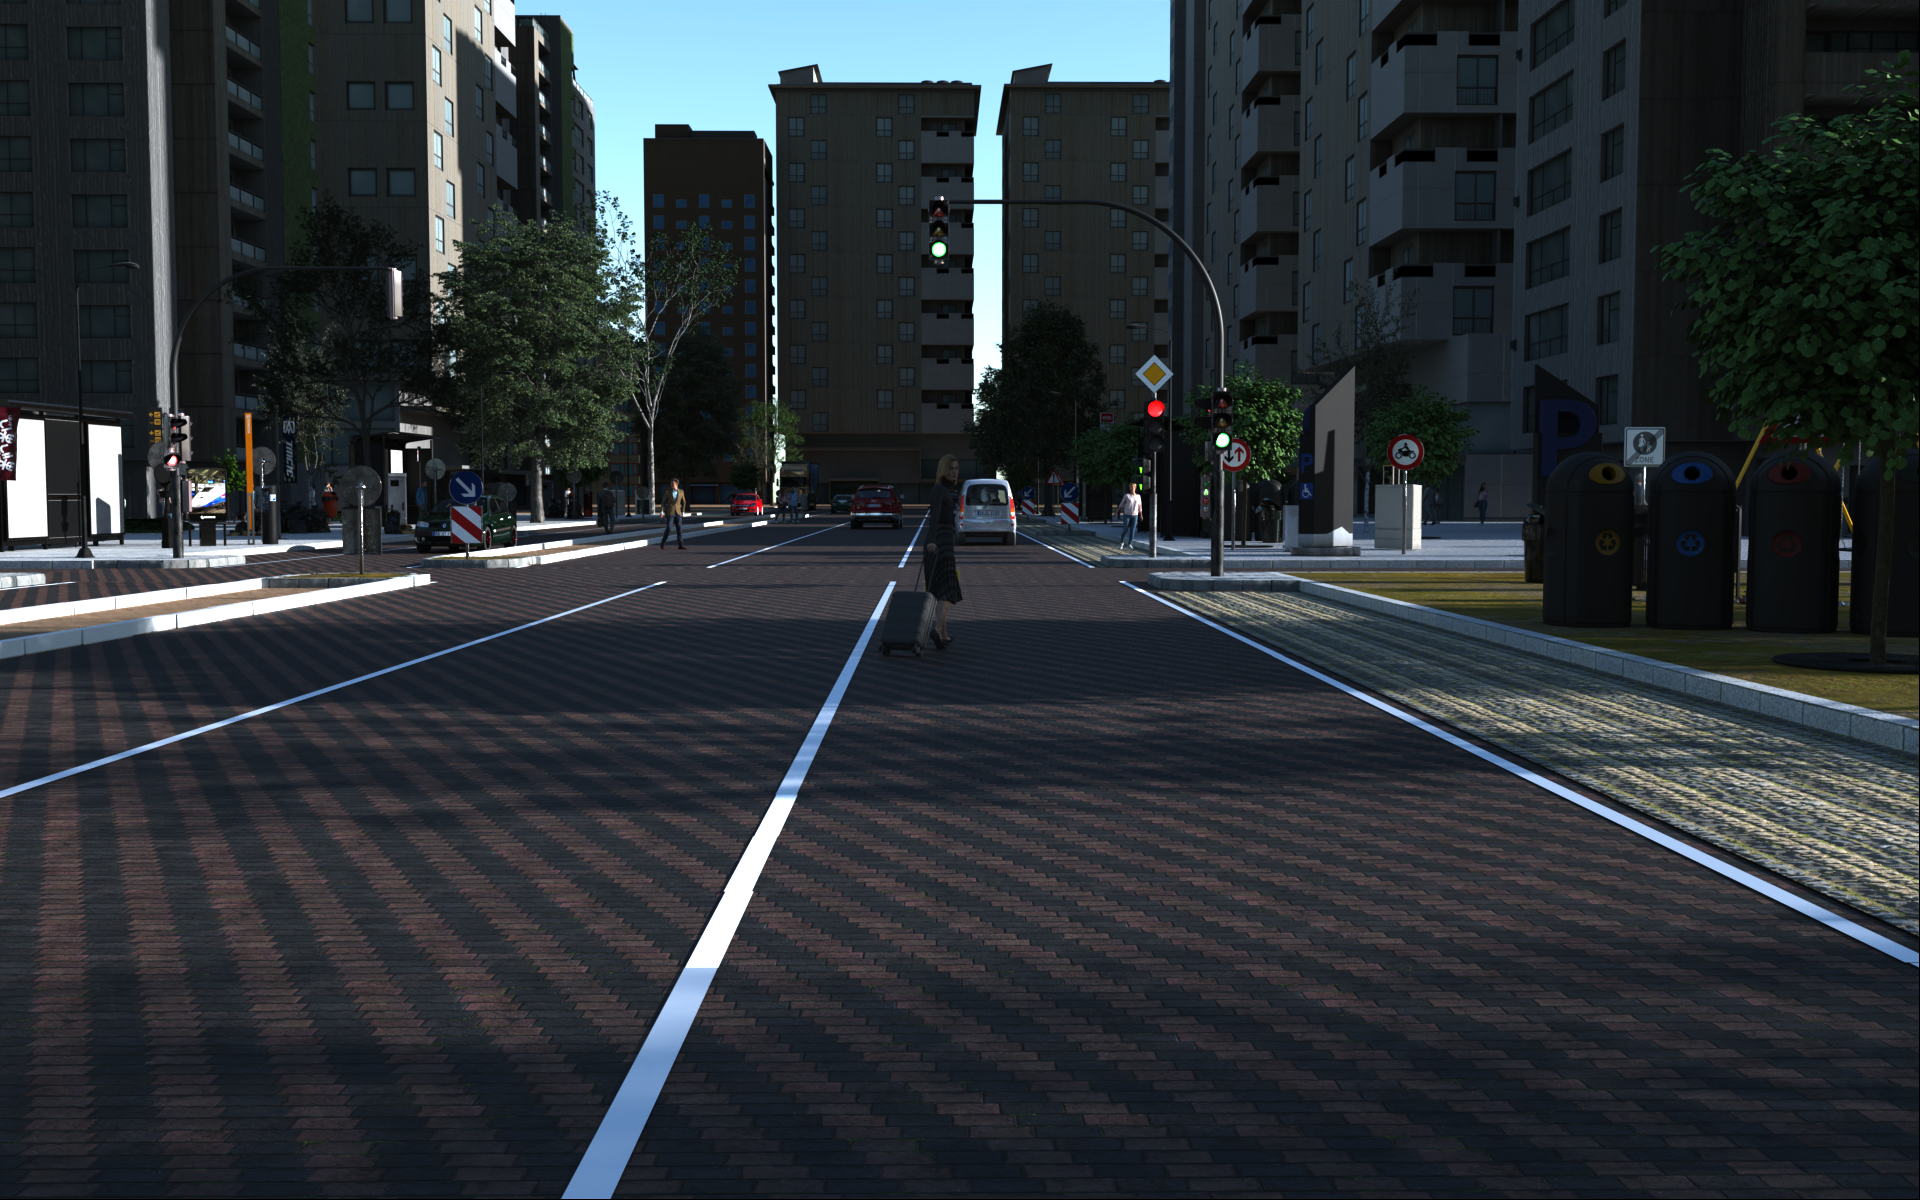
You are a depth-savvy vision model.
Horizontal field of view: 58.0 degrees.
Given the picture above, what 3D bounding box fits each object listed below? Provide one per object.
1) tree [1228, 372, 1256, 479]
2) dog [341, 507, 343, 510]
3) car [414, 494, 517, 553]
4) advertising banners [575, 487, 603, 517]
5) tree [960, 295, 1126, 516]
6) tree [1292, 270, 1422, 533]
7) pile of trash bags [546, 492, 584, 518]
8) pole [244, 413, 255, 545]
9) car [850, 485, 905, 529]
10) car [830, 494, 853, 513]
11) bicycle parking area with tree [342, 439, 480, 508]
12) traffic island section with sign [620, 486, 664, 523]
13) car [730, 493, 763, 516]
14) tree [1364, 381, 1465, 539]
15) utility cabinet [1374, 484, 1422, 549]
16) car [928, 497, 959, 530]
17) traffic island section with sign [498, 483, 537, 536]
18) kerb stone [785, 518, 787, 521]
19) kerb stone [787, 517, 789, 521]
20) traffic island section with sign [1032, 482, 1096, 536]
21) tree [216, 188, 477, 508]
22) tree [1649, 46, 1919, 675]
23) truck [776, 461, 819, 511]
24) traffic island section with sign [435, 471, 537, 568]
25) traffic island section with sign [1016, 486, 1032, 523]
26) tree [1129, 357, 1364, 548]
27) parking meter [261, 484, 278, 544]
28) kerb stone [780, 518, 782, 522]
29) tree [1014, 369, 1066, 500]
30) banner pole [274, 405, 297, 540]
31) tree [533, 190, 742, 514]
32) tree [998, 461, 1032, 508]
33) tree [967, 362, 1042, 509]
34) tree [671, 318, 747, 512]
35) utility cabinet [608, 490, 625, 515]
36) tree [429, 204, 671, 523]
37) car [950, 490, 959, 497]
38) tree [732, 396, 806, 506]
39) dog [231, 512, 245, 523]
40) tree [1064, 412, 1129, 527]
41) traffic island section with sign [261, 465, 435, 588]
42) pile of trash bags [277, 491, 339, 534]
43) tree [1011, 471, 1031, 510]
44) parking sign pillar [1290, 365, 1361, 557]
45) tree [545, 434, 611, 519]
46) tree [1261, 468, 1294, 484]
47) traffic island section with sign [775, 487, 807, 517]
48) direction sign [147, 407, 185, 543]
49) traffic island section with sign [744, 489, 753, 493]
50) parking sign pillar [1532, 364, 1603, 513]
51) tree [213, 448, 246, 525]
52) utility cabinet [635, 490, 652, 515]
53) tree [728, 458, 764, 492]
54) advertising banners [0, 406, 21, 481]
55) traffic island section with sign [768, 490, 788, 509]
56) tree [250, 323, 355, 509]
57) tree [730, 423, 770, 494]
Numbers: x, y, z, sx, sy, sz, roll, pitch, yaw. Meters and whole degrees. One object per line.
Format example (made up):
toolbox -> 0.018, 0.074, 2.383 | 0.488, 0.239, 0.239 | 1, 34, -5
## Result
tree -> 16.781, -9.357, 103.347 | 4.360, 8.622, 3.978 | 0, 3, 0
dog -> -35.881, -5.147, 100.989 | 0.406, 0.507, 0.540 | -2, 4, -27
car -> -12.408, -2.068, 43.596 | 2.009, 1.686, 4.222 | 0, 4, -1
advertising banners -> -20.849, -6.175, 97.154 | 2.074, 3.025, 0.090 | -2, 4, -26
tree -> 5.028, -11.205, 100.209 | 9.611, 12.733, 9.660 | 0, 3, 0
tree -> 13.388, -6.543, 57.334 | 4.360, 8.622, 3.978 | 0, 3, 0
pile of trash bags -> -21.140, -5.103, 93.194 | 1.912, 1.369, 3.447 | 0, 4, -3
pole -> -17.891, -3.044, 43.614 | 0.158, 3.312, 0.155 | 0, 3, 0
car -> -3.481, -3.919, 72.757 | 2.281, 1.827, 5.304 | 0, 4, 0
car -> -8.663, -7.195, 129.443 | 2.131, 1.459, 4.920 | 0, 4, -1
bicycle parking area with tree -> -27.971, -6.357, 90.933 | 8.231, 4.147, 9.016 | 0, 4, 5
traffic island section with sign -> -16.077, -4.840, 87.754 | 1.989, 1.847, 2.006 | 0, 4, -1
car -> -14.164, -6.485, 115.077 | 2.155, 1.783, 4.494 | 0, 4, 0
tree -> 13.320, -4.067, 50.208 | 4.285, 4.588, 4.351 | 0, 3, 0
utility cabinet -> 10.121, -1.915, 39.989 | 0.318, 1.500, 1.173 | -2, 4, -32
car -> -0.260, -3.263, 65.926 | 1.945, 1.354, 3.894 | 0, 4, 1
traffic island section with sign -> -15.712, -3.131, 59.815 | 1.989, 1.847, 2.006 | 0, 4, -1
kerb stone -> -9.363, -4.221, 91.266 | 0.120, 0.150, 1.000 | 0, 4, -1
kerb stone -> -9.375, -4.285, 92.290 | 0.120, 0.150, 1.000 | 0, 4, -1
traffic island section with sign -> 3.608, -3.120, 59.633 | 1.989, 1.847, 2.006 | 0, 4, -1
tree -> -18.511, -7.286, 53.533 | 7.601, 10.594, 8.767 | 0, 4, 3
tree -> 6.814, -1.782, 12.846 | 4.285, 4.588, 4.351 | 0, 3, 0
truck -> -13.948, -9.844, 149.866 | 2.839, 4.237, 11.283 | 0, 4, 0
traffic island section with sign -> -9.663, -1.614, 34.521 | 2.006, 1.907, 1.989 | 0, 4, -1
traffic island section with sign -> 3.260, -4.768, 86.586 | 1.989, 1.847, 2.006 | 0, 4, -1
tree -> 6.789, -3.554, 41.815 | 4.285, 4.588, 4.351 | 0, 3, 0
parking meter -> -17.617, -2.189, 44.206 | 0.372, 1.533, 0.369 | 0, 3, 0
kerb stone -> -9.323, -4.036, 88.195 | 0.120, 0.150, 1.000 | 0, 4, -1
tree -> 5.562, -11.691, 125.564 | 7.601, 10.594, 8.767 | -1, 4, -17
banner pole -> -19.023, -3.597, 48.824 | 0.401, 3.779, 0.863 | 2, 4, 32
tree -> -21.145, -15.538, 109.943 | 12.611, 20.169, 13.585 | 0, 3, 0
tree -> 5.152, -10.539, 156.032 | 4.285, 4.588, 4.351 | 0, 3, 0
tree -> 4.192, -14.024, 147.418 | 7.486, 12.596, 7.792 | 0, 3, 0
tree -> -20.134, -13.471, 126.905 | 9.857, 13.997, 8.962 | 0, 3, 0
utility cabinet -> -20.680, -5.855, 104.409 | 0.318, 1.500, 1.173 | 2, 4, 30
tree -> -18.842, -10.435, 77.270 | 9.857, 13.997, 8.962 | 0, 3, 0
car -> -0.957, -9.385, 162.111 | 2.281, 1.827, 5.304 | 0, 4, 0
tree -> -20.289, -15.875, 185.317 | 9.928, 11.665, 9.643 | 0, 3, 0
dog -> -31.288, -3.564, 75.103 | 0.406, 0.507, 0.540 | 0, 4, 1
tree -> 6.518, -5.111, 67.273 | 4.285, 4.588, 4.351 | 0, 3, 0
traffic island section with sign -> -9.576, -1.161, 27.115 | 2.006, 1.907, 1.989 | 0, 4, -1
pile of trash bags -> -21.807, -2.928, 57.623 | 1.912, 1.369, 3.447 | 1, 4, 13
tree -> 4.923, -9.015, 142.000 | 1.663, 3.219, 1.824 | 0, 3, 0
parking sign pillar -> 7.646, -2.914, 36.122 | 1.447, 3.967, 1.447 | -3, 5, -40
tree -> -19.730, -6.438, 88.972 | 4.285, 4.588, 4.351 | 0, 3, 0
tree -> 17.713, -6.186, 95.739 | 1.663, 3.219, 1.824 | 0, 3, 0
traffic island section with sign -> -10.648, -6.209, 109.654 | 2.006, 1.907, 1.989 | 0, 4, -1
direction sign -> -20.776, -3.266, 45.392 | 0.876, 3.537, 0.379 | -3, 4, -35
traffic island section with sign -> -16.717, -7.857, 137.090 | 1.989, 1.847, 2.006 | 0, 4, -1
parking sign pillar -> 12.539, -2.892, 35.761 | 1.447, 3.967, 1.447 | 0, 4, 5
tree -> -30.554, -4.769, 72.582 | 1.663, 3.219, 1.824 | 0, 3, 0
utility cabinet -> -19.293, -5.925, 105.550 | 1.173, 1.500, 0.318 | 3, 5, 40
tree -> -19.633, -10.717, 158.933 | 4.285, 4.588, 4.351 | 0, 3, 0
advertising banners -> -19.698, -2.329, 34.264 | 2.074, 3.025, 0.090 | -2, 4, -25
traffic island section with sign -> -17.071, -9.506, 164.043 | 1.989, 1.847, 2.006 | 0, 4, -1
tree -> -26.274, -7.303, 69.768 | 4.360, 8.622, 3.978 | 0, 3, 0
tree -> -20.655, -13.646, 173.476 | 4.360, 8.622, 3.978 | 0, 3, 0
